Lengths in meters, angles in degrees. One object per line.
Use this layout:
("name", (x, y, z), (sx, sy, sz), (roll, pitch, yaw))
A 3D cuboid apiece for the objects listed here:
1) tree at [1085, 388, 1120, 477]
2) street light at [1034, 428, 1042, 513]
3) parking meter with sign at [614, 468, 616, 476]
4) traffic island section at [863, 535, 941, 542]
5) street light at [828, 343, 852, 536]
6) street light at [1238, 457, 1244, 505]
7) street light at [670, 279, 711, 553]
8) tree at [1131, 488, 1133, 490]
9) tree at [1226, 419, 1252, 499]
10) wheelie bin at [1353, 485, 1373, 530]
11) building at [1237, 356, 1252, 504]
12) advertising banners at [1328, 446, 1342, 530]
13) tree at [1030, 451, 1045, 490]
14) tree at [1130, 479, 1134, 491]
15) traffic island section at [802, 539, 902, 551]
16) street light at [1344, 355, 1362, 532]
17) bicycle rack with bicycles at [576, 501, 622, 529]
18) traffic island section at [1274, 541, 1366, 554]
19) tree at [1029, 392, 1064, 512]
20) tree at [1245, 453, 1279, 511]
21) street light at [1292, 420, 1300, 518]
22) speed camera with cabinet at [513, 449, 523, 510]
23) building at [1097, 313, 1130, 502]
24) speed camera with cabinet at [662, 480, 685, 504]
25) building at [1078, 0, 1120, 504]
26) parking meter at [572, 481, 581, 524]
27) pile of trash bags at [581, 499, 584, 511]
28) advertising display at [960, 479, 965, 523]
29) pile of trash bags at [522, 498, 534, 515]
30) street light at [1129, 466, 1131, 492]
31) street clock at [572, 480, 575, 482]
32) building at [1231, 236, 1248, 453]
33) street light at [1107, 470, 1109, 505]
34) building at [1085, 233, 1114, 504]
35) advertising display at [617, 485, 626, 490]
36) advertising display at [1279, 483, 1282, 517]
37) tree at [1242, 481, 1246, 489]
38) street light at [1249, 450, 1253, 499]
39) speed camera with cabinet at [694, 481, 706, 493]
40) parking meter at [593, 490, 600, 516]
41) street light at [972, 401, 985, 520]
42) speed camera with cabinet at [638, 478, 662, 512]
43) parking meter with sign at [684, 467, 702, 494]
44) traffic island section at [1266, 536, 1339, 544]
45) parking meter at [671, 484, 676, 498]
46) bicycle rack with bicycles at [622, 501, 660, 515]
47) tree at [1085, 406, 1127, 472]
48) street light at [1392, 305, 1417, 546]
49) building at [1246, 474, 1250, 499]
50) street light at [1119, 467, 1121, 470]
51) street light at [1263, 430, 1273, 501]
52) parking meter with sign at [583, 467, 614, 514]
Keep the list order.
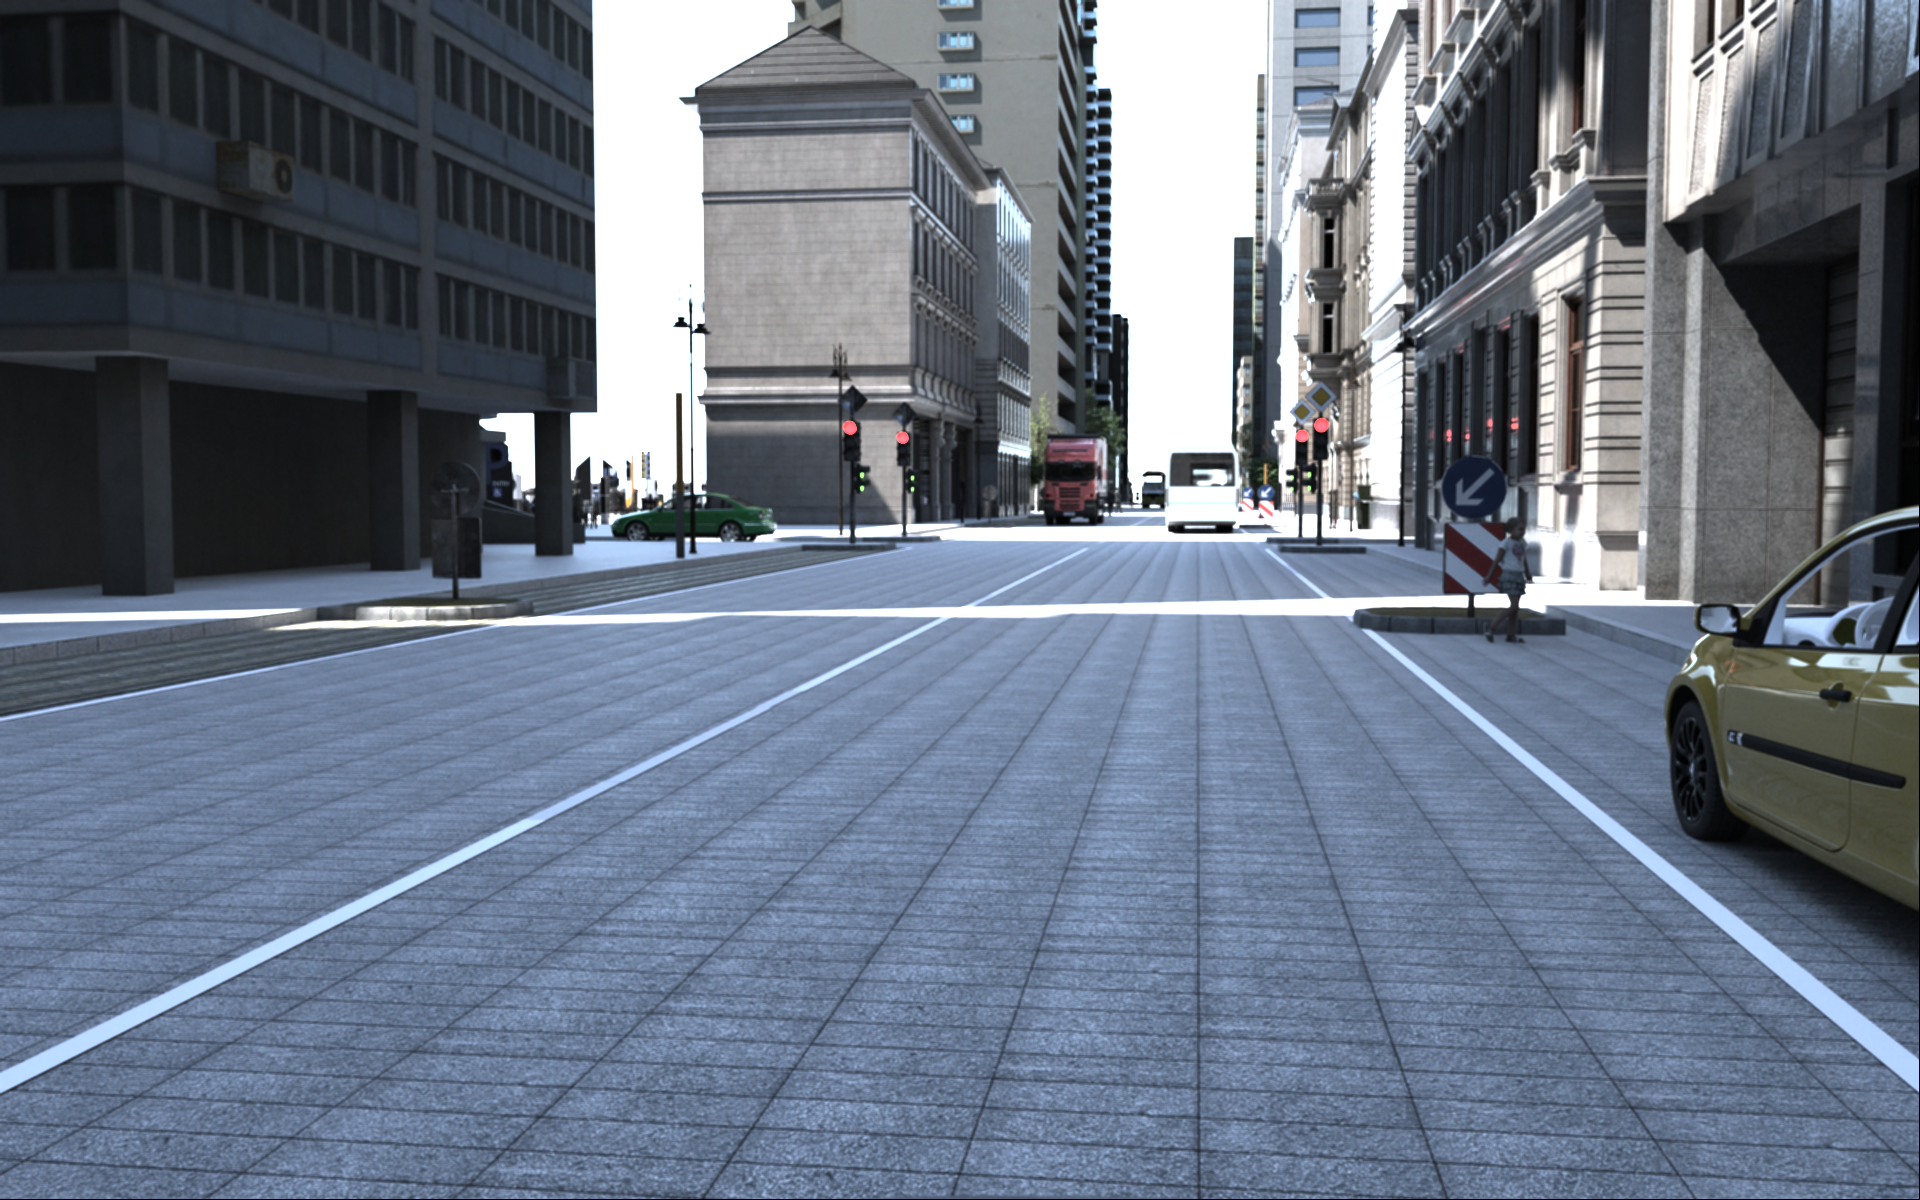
("tree", (13.087, -16.244, 183.714), (7.486, 12.596, 7.792), (0, 3, 0))
("street light", (5.434, -8.973, 119.497), (0.468, 5.910, 1.993), (0, 4, 8))
("parking meter with sign", (-23.883, -7.339, 116.247), (1.738, 3.016, 0.543), (2, 4, 33))
("traffic island section", (-1.711, -1.863, 52.741), (2.009, 0.180, 2.903), (0, 4, 8))
("street light", (-3.660, -4.913, 53.119), (0.468, 5.910, 1.993), (0, 4, 8))
("street light", (32.580, -13.921, 200.390), (0.468, 5.910, 1.993), (0, 4, 8))
("street light", (-5.799, -3.954, 37.444), (0.468, 5.910, 1.993), (0, 4, 8))
("tree", (27.876, -17.839, 286.272), (1.663, 3.219, 1.824), (0, 3, 0))
("tree", (34.550, -16.808, 209.226), (7.601, 10.594, 8.767), (1, 4, 8))
("wheelie bin", (14.481, -3.303, 61.908), (0.980, 1.594, 0.693), (0, 4, -1))
("building", (51.033, -23.510, 229.428), (27.650, 21.520, 28.899), (0, 4, 8))
("advertising banners", (13.669, -4.085, 62.973), (0.090, 3.025, 2.074), (2, 4, 24))
("tree", (4.136, -8.012, 114.711), (4.285, 4.588, 4.351), (0, 3, 0))
("tree", (26.745, -18.275, 282.505), (4.285, 4.588, 4.351), (0, 3, 0))
("traffic island section", (-2.797, -1.379, 44.830), (2.009, 0.180, 2.903), (0, 4, 8))
("street light", (13.103, -5.202, 57.848), (0.468, 5.910, 1.993), (0, 4, 8))
("bicycle rack with bicycles", (-14.560, -3.157, 65.000), (2.852, 0.926, 2.925), (0, 4, 4))
("traffic island section", (8.983, -1.280, 43.214), (2.009, 0.180, 2.903), (0, 4, 8))
("tree", (5.525, -10.698, 125.268), (4.737, 8.622, 4.395), (0, 3, 0))
("tree", (23.887, -9.269, 135.262), (4.285, 4.588, 4.351), (0, 3, 0))
("street light", (17.632, -7.231, 91.013), (0.468, 5.910, 1.993), (0, 4, 8))
("speed camera with cabinet", (-20.404, -5.029, 76.564), (2.038, 3.252, 0.660), (1, 4, 13))
("building", (19.350, -30.656, 272.930), (14.160, 30.474, 14.107), (0, 4, 8))
("speed camera with cabinet", (-19.054, -7.295, 113.611), (2.038, 3.252, 0.660), (2, 4, 25))
("building", (12.205, -57.276, 249.129), (22.319, 86.520, 31.000), (0, 4, 8))
("parking meter", (-16.554, -4.223, 74.752), (0.255, 1.863, 0.399), (1, 4, 19))
("pile of trash bags", (-22.057, -5.339, 97.047), (1.912, 1.369, 3.447), (-1, 4, -17))
("advertising display", (0.101, -4.366, 76.597), (0.123, 1.923, 0.974), (0, 4, -5))
("pile of trash bags", (-21.933, -4.722, 86.955), (1.912, 1.369, 3.447), (1, 4, 18))
("street light", (27.292, -18.710, 278.691), (0.468, 5.910, 1.993), (0, 4, 8))
("street clock", (-23.949, -6.341, 108.242), (0.471, 2.002, 0.358), (-1, 4, -12))
("building", (50.174, -36.157, 274.768), (14.154, 41.232, 14.086), (0, 4, 8))
("street light", (18.152, -14.631, 212.011), (0.468, 5.910, 1.993), (0, 4, 8))
("building", (3.516, -32.547, 224.029), (32.217, 40.220, 23.993), (0, 4, 8))
("advertising display", (-24.465, -7.393, 126.085), (0.974, 1.923, 0.123), (0, 4, 5))
("advertising display", (18.002, -5.634, 97.333), (0.123, 1.923, 0.974), (1, 4, 12))
("tree", (35.844, -13.475, 214.909), (1.663, 3.219, 1.824), (0, 3, 0))
("street light", (27.930, -11.842, 166.401), (0.468, 5.910, 1.993), (0, 4, 8))
("speed camera with cabinet", (-17.861, -7.637, 119.207), (2.038, 3.252, 0.660), (3, 5, 43))
("parking meter", (-21.474, -5.742, 102.286), (0.372, 1.533, 0.369), (0, 3, 0))
("street light", (0.934, -6.939, 86.245), (0.468, 5.910, 1.993), (0, 4, 8))
("speed camera with cabinet", (-17.301, -6.226, 96.131), (0.660, 3.252, 2.038), (0, 4, 7))
("parking meter with sign", (-17.444, -7.029, 111.191), (1.738, 3.016, 0.543), (0, 4, 1))
("traffic island section", (10.069, -1.764, 51.125), (2.009, 0.180, 2.903), (0, 4, 8))
("parking meter", (-16.250, -5.696, 98.840), (0.399, 1.863, 0.255), (0, 4, -3))
("bicycle rack with bicycles", (-16.280, -4.342, 84.380), (2.925, 0.926, 2.852), (0, 4, -8))
("tree", (16.061, -16.982, 203.405), (9.928, 11.665, 9.643), (0, 3, 0))
("street light", (10.856, -4.259, 42.422), (0.468, 5.910, 1.993), (0, 4, 8))
("building", (41.972, -45.834, 187.643), (20.563, 71.187, 20.611), (0, 4, 8))
("street light", (22.643, -16.658, 245.150), (0.468, 5.910, 1.993), (0, 4, 8))
("street light", (22.279, -9.300, 124.837), (0.468, 5.910, 1.993), (0, 4, 8))
("parking meter with sign", (-23.652, -7.130, 112.835), (1.738, 3.016, 0.543), (0, 4, 2))
